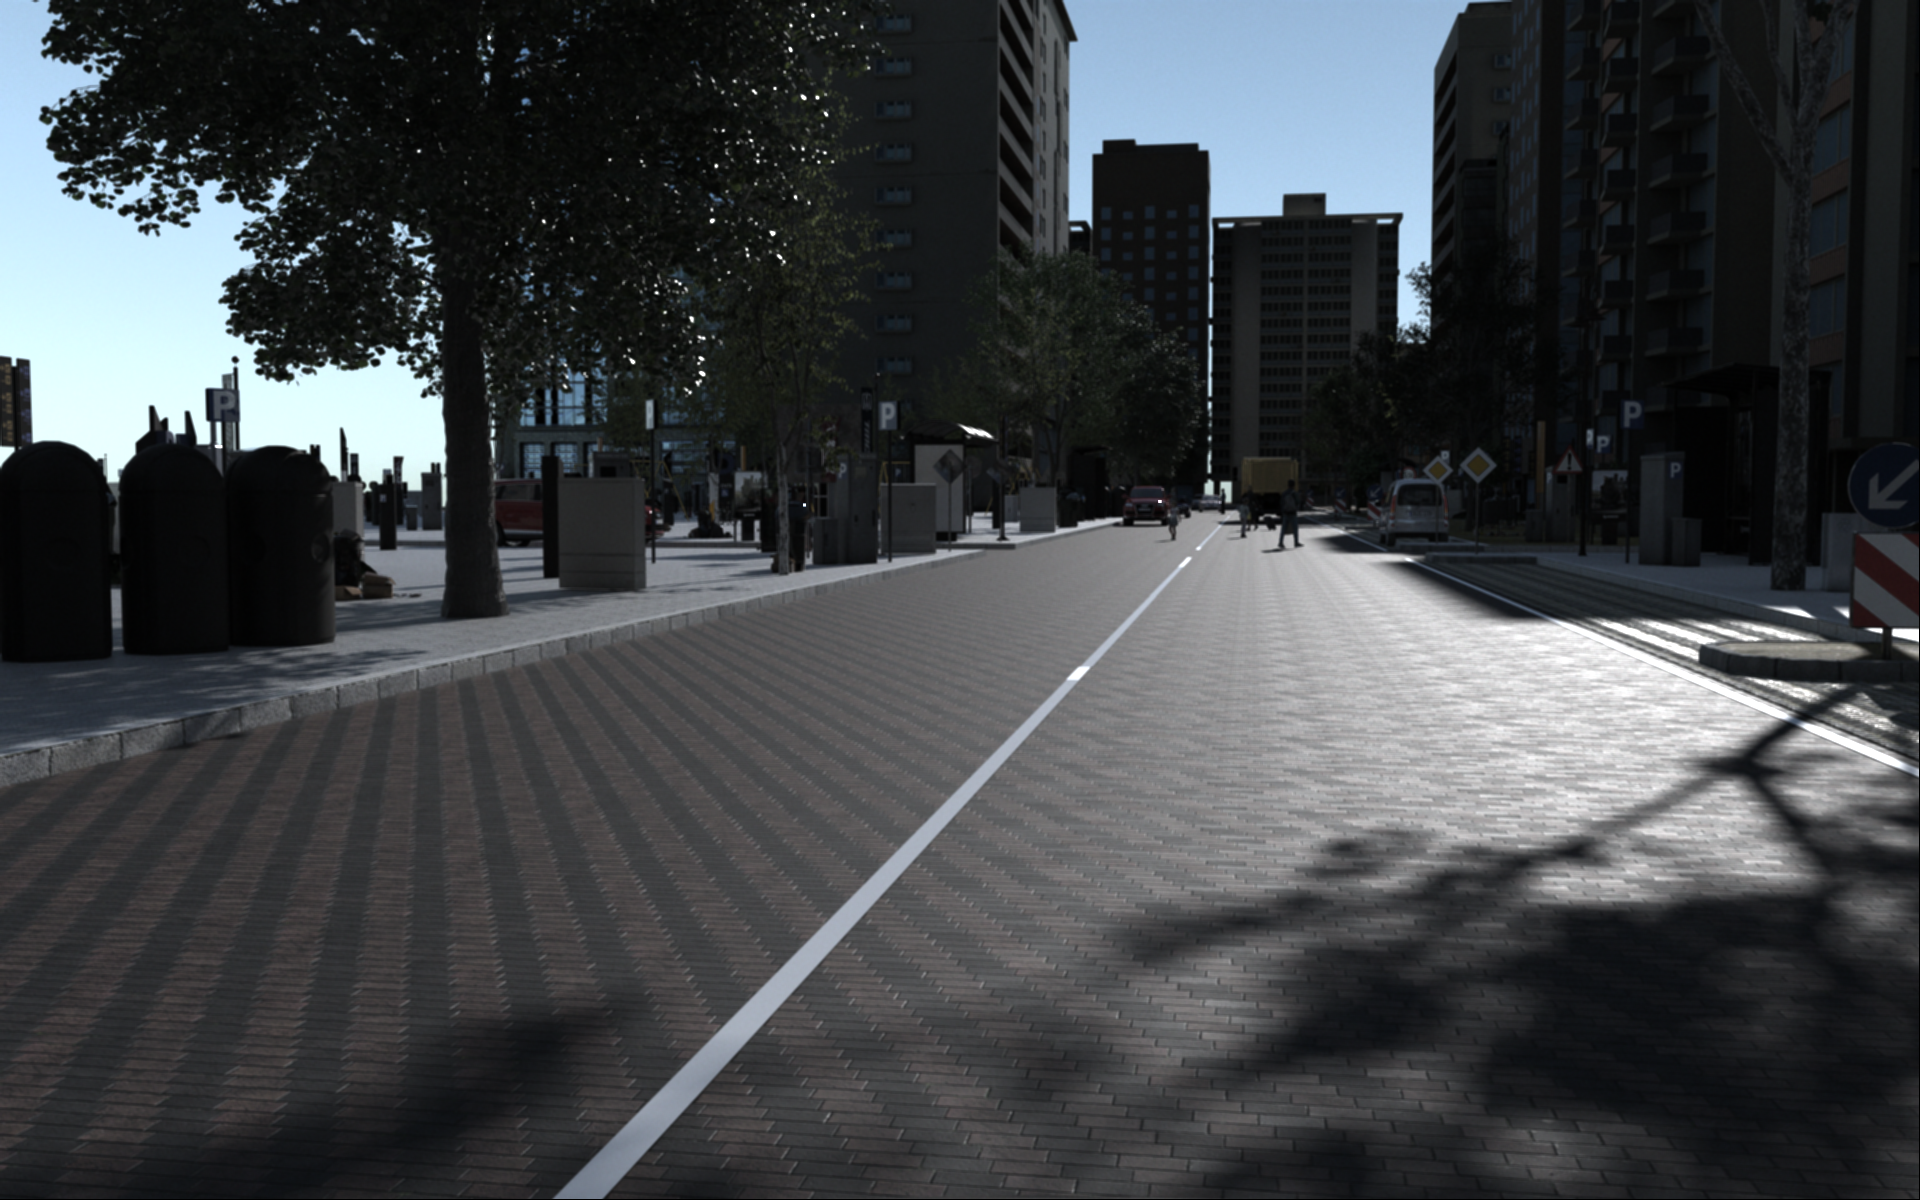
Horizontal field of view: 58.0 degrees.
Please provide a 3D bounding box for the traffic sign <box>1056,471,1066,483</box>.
[{"bbox_3d":[5.615,-5.964,97.614,0.768,2.556,0.104,1,4,15],"label":"traffic sign"}]

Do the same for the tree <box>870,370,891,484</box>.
[{"bbox_3d":[-4.855,-9.289,102.241,4.737,8.622,4.395,0,3,0],"label":"tree"}]

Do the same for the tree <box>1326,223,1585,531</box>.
[{"bbox_3d":[17.801,-7.629,59.145,7.601,10.594,8.767,0,4,-8],"label":"tree"}]

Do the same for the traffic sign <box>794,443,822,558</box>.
[{"bbox_3d":[-3.032,-1.983,34.555,0.606,2.300,0.079,1,4,16],"label":"traffic sign"}]

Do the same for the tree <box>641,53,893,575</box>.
[{"bbox_3d":[-2.888,-4.689,27.026,4.360,8.622,3.978,0,3,0],"label":"tree"}]

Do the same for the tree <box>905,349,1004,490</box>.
[{"bbox_3d":[0.298,-8.412,87.899,4.737,8.622,4.395,0,3,0],"label":"tree"}]

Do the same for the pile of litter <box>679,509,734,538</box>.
[{"bbox_3d":[-7.420,-2.237,50.544,1.719,0.858,1.176,1,4,22],"label":"pile of litter"}]

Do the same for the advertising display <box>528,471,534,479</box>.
[{"bbox_3d":[-12.130,-2.680,49.038,0.123,1.923,0.974,-1,4,-16],"label":"advertising display"}]

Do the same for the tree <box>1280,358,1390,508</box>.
[{"bbox_3d":[33.903,-14.997,155.575,12.009,13.543,11.850,0,3,0],"label":"tree"}]

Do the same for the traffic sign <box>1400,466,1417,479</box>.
[{"bbox_3d":[20.670,-4.881,79.910,0.768,2.556,0.104,1,4,13],"label":"traffic sign"}]

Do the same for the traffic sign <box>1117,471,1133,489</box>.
[{"bbox_3d":[9.270,-5.960,97.444,0.884,2.594,0.081,1,4,16],"label":"traffic sign"}]

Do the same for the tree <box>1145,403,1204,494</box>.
[{"bbox_3d":[21.163,-14.810,176.550,7.601,10.594,8.767,-1,4,-12],"label":"tree"}]

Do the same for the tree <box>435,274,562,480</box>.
[{"bbox_3d":[-14.239,-6.280,53.038,4.360,8.622,3.978,0,3,0],"label":"tree"}]

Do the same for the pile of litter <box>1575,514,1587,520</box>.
[{"bbox_3d":[31.279,-4.412,86.101,1.719,0.858,1.176,-1,4,-15],"label":"pile of litter"}]

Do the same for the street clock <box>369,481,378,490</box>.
[{"bbox_3d":[-33.389,-5.756,98.681,0.471,2.002,0.358,1,4,21],"label":"street clock"}]

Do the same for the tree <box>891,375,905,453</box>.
[{"bbox_3d":[-0.858,-9.010,97.668,4.737,8.622,4.395,0,3,0],"label":"tree"}]

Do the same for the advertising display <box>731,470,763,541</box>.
[{"bbox_3d":[-5.798,-2.574,47.294,0.974,1.923,0.123,-3,5,-42],"label":"advertising display"}]

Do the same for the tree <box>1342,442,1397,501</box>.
[{"bbox_3d":[24.694,-7.396,104.634,4.285,4.588,4.351,0,3,0],"label":"tree"}]

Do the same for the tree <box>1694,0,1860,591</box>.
[{"bbox_3d":[10.072,-10.262,23.675,12.611,20.169,13.585,0,3,0],"label":"tree"}]

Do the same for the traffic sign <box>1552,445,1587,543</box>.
[{"bbox_3d":[15.976,-2.780,45.451,0.884,2.594,0.081,1,4,15],"label":"traffic sign"}]

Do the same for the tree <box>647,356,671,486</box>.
[{"bbox_3d":[-9.035,-6.934,63.735,4.737,8.622,4.395,0,3,0],"label":"tree"}]

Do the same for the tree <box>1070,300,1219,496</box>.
[{"bbox_3d":[11.689,-12.616,112.935,9.857,13.997,8.962,0,3,0],"label":"tree"}]

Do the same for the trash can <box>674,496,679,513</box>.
[{"bbox_3d":[-19.875,-6.650,120.379,0.748,1.137,0.748,0,3,0],"label":"trash can"}]

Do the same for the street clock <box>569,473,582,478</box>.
[{"bbox_3d":[-12.958,-3.297,58.471,0.358,2.002,0.471,2,4,26],"label":"street clock"}]

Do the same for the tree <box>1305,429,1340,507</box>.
[{"bbox_3d":[37.525,-13.957,178.553,4.737,8.622,4.395,0,3,0],"label":"tree"}]

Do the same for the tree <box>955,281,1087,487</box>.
[{"bbox_3d":[2.296,-6.685,59.655,4.360,8.622,3.978,0,3,0],"label":"tree"}]

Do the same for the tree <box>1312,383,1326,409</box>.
[{"bbox_3d":[22.770,-9.535,90.314,8.767,10.594,7.601,0,4,7],"label":"tree"}]

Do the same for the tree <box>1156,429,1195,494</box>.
[{"bbox_3d":[20.301,-13.148,165.335,4.737,8.622,4.395,0,3,0],"label":"tree"}]

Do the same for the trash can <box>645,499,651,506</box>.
[{"bbox_3d":[-8.979,-2.240,48.278,0.748,1.137,0.748,0,3,0],"label":"trash can"}]

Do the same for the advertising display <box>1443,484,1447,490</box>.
[{"bbox_3d":[30.603,-6.445,110.588,0.974,1.923,0.123,3,5,41],"label":"advertising display"}]

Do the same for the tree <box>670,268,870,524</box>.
[{"bbox_3d":[-6.104,-6.483,56.358,4.737,8.622,4.395,0,3,0],"label":"tree"}]

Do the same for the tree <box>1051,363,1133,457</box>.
[{"bbox_3d":[7.234,-8.793,94.122,4.737,8.622,4.395,0,3,0],"label":"tree"}]

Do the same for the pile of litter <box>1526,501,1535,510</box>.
[{"bbox_3d":[33.936,-5.407,102.370,1.176,0.858,1.719,0,4,0],"label":"pile of litter"}]

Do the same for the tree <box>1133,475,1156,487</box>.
[{"bbox_3d":[14.055,-8.416,132.210,1.663,3.219,1.824,0,3,0],"label":"tree"}]

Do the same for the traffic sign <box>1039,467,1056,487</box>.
[{"bbox_3d":[4.143,-5.009,81.908,0.884,2.594,0.081,1,4,17],"label":"traffic sign"}]

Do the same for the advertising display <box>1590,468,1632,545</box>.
[{"bbox_3d":[16.407,-2.353,43.690,0.974,1.923,0.123,2,4,25],"label":"advertising display"}]

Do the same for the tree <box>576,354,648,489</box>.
[{"bbox_3d":[-13.863,-7.531,73.490,4.737,8.622,4.395,0,3,0],"label":"tree"}]

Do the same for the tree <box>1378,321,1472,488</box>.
[{"bbox_3d":[19.689,-7.510,73.145,4.360,8.622,3.978,0,3,0],"label":"tree"}]

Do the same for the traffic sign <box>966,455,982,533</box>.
[{"bbox_3d":[0.329,-3.479,56.987,0.768,2.556,0.104,1,4,19],"label":"traffic sign"}]

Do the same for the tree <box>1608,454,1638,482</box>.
[{"bbox_3d":[31.545,-5.443,83.596,1.663,3.219,1.824,0,3,0],"label":"tree"}]

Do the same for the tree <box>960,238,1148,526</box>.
[{"bbox_3d":[3.793,-8.813,69.850,9.928,11.665,9.643,0,3,0],"label":"tree"}]

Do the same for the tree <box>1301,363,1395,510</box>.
[{"bbox_3d":[30.612,-12.861,136.025,9.928,11.665,9.643,0,3,0],"label":"tree"}]

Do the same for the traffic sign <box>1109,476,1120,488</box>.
[{"bbox_3d":[10.706,-7.333,120.003,0.768,2.556,0.104,1,4,12],"label":"traffic sign"}]

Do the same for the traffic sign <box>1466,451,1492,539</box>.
[{"bbox_3d":[14.919,-3.045,49.890,0.768,2.556,0.104,1,4,16],"label":"traffic sign"}]

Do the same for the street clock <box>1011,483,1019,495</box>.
[{"bbox_3d":[3.727,-6.890,117.215,0.471,2.002,0.358,-3,4,-37],"label":"street clock"}]

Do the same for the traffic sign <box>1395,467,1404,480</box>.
[{"bbox_3d":[20.768,-4.955,81.127,0.768,2.556,0.104,1,4,15],"label":"traffic sign"}]

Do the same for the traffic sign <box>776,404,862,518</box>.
[{"bbox_3d":[-3.125,-2.784,39.390,2.265,3.308,0.079,1,4,17],"label":"traffic sign"}]

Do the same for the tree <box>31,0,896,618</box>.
[{"bbox_3d":[-5.053,-6.793,17.726,9.857,13.997,8.962,0,3,0],"label":"tree"}]

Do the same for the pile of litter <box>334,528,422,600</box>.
[{"bbox_3d":[-7.491,-0.450,21.325,1.719,0.858,1.176,-1,4,-17],"label":"pile of litter"}]

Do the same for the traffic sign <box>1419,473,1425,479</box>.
[{"bbox_3d":[26.654,-6.094,99.636,0.884,2.594,0.081,1,4,18],"label":"traffic sign"}]

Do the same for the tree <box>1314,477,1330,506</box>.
[{"bbox_3d":[39.965,-12.056,191.719,1.663,3.219,1.824,0,3,0],"label":"tree"}]

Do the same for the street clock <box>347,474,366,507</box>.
[{"bbox_3d":[-22.042,-3.576,63.040,0.471,2.002,0.358,1,4,8],"label":"street clock"}]

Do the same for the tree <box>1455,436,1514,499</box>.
[{"bbox_3d":[29.451,-6.928,96.993,4.285,4.588,4.351,0,3,0],"label":"tree"}]
